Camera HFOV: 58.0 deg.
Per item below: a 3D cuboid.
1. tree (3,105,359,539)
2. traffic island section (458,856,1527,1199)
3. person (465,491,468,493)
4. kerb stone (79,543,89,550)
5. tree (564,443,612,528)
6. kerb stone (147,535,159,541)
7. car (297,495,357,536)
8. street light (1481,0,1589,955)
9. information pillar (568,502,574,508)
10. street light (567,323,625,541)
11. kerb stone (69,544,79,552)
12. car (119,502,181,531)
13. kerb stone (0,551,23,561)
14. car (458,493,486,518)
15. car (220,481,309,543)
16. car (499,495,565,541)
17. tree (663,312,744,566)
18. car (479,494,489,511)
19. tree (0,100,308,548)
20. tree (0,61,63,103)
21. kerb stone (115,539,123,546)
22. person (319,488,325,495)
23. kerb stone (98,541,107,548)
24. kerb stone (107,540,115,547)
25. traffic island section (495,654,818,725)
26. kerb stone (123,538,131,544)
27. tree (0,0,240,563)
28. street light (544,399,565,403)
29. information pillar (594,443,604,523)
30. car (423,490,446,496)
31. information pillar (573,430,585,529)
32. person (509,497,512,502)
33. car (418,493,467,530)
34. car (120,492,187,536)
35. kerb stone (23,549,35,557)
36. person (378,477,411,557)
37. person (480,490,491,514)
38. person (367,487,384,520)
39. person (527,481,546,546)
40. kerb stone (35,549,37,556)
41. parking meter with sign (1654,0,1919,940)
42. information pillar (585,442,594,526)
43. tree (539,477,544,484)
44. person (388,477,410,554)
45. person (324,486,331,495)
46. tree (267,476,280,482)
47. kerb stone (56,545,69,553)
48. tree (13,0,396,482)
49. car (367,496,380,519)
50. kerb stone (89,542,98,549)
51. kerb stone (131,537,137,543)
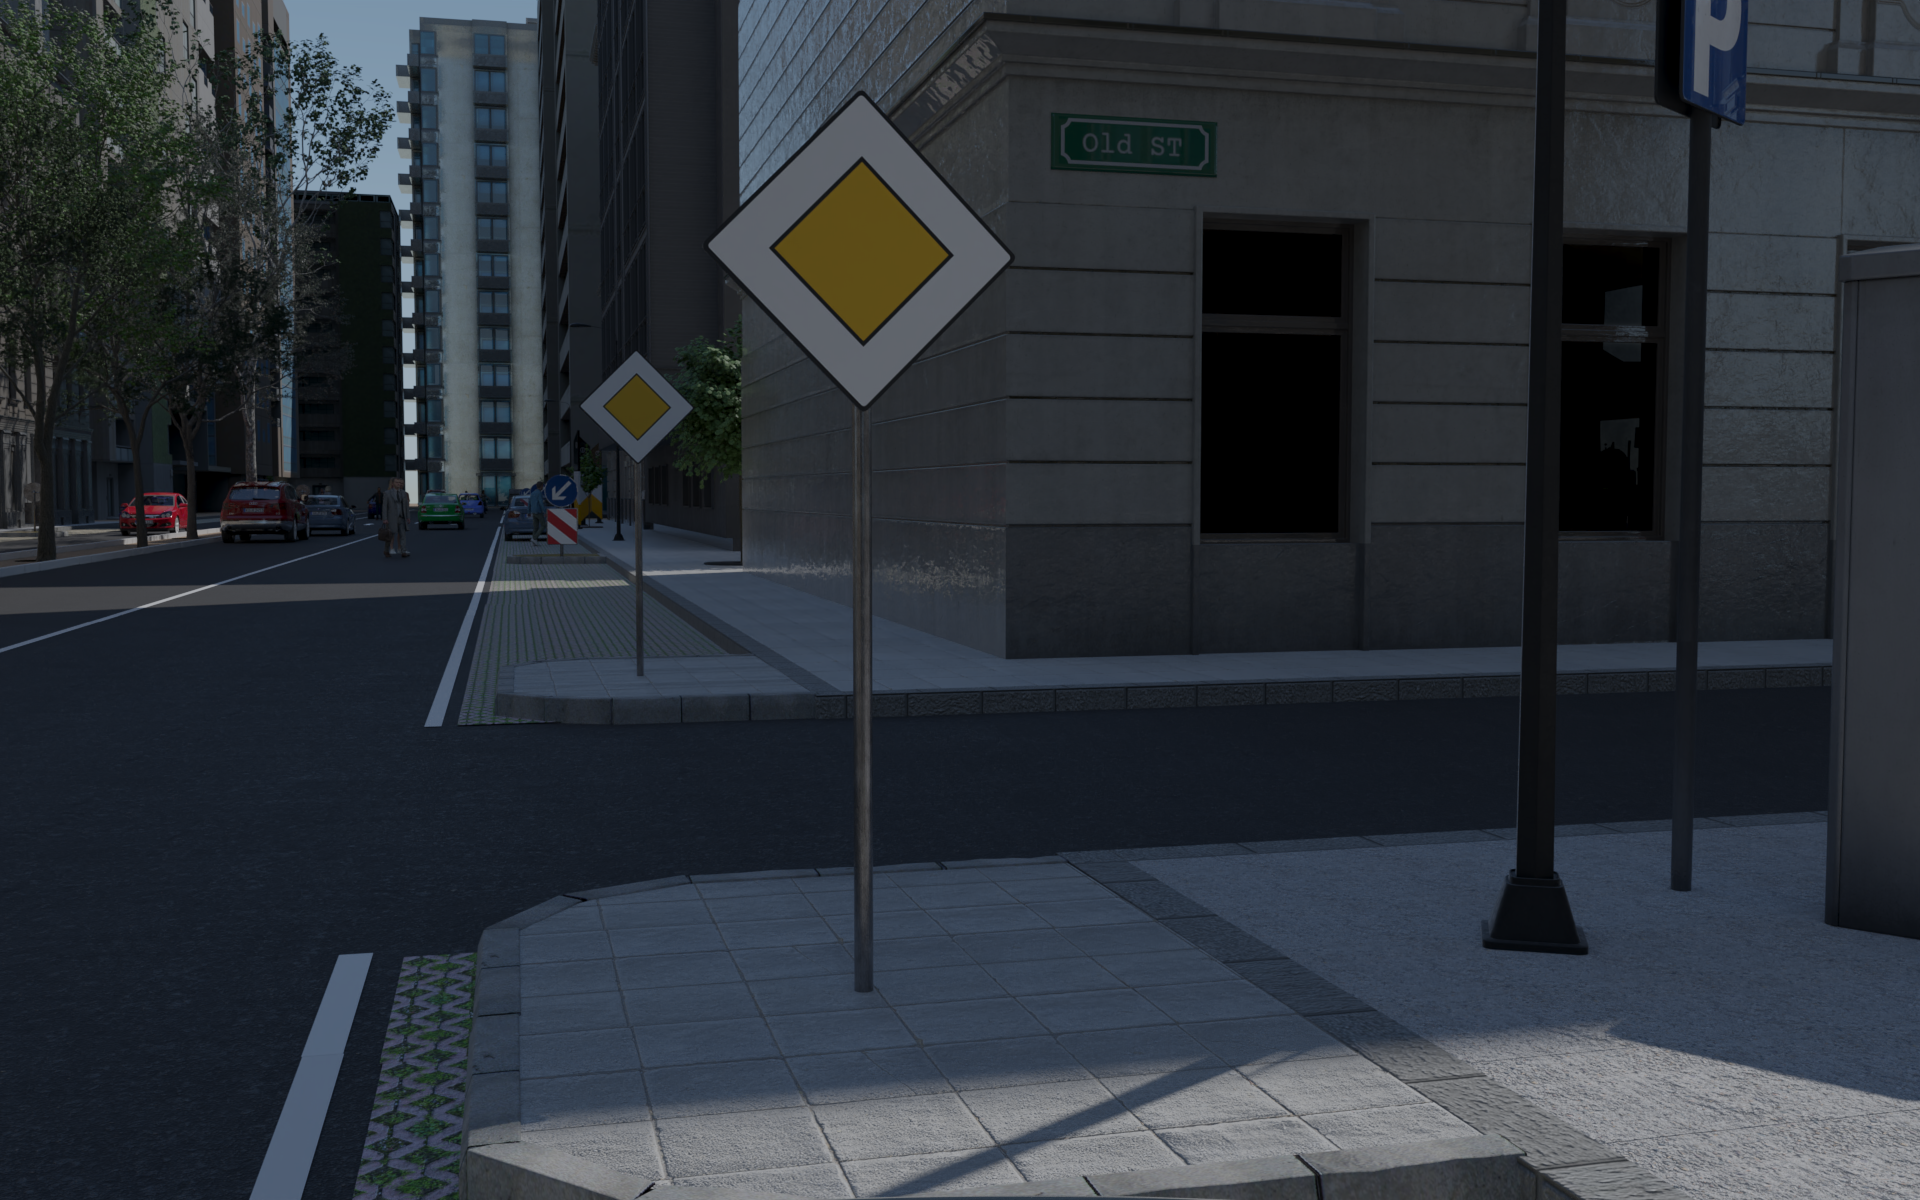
[{"bbox_3d":[-24.314,-8.663,54.462,12.009,13.543,11.850,0,3,0],"label":"tree"},{"bbox_3d":[-0.231,1.088,4.498,2.009,0.180,2.903,-1,4,-14],"label":"traffic island section"},{"bbox_3d":[-44.435,-8.947,155.576,0.721,1.735,1.217,1,4,12],"label":"person"},{"bbox_3d":[-22.431,-1.339,44.085,0.120,0.150,1.000,-1,4,-14],"label":"kerb stone"},{"bbox_3d":[-14.251,-4.358,65.860,1.663,3.219,1.824,0,3,0],"label":"tree"},{"bbox_3d":[-24.741,-1.883,53.001,0.120,0.150,1.000,-1,4,-14],"label":"kerb stone"},{"bbox_3d":[-22.115,-2.956,60.328,2.014,1.417,4.499,-1,4,-15],"label":"car"},{"bbox_3d":[1.122,-1.965,4.671,1.470,5.913,1.316,-1,4,-14],"label":"street light"},{"bbox_3d":[-15.890,-4.074,71.102,0.304,2.012,0.304,-2,4,-29],"label":"information pillar"},{"bbox_3d":[-9.900,-4.571,47.279,1.470,5.913,1.316,-1,4,-14],"label":"street light"},{"bbox_3d":[-22.173,-1.276,43.095,0.120,0.150,1.000,-1,4,-14],"label":"kerb stone"},{"bbox_3d":[-31.480,-3.351,67.363,1.945,1.354,3.894,-1,4,-14],"label":"car"},{"bbox_3d":[-20.890,-0.972,38.138,0.120,0.150,1.000,-1,4,-14],"label":"kerb stone"},{"bbox_3d":[-29.733,-5.832,104.948,1.945,1.707,3.694,-1,4,-15],"label":"car"},{"bbox_3d":[-21.027,-2.680,52.499,2.281,1.827,5.304,-1,4,-14],"label":"car"},{"bbox_3d":[-13.253,-2.553,53.747,2.014,1.417,4.499,-1,4,-14],"label":"car"},{"bbox_3d":[-4.004,-2.931,31.635,4.285,4.588,4.351,0,3,0],"label":"tree"},{"bbox_3d":[-40.522,-8.143,145.145,2.014,1.417,4.499,-1,4,-14],"label":"car"},{"bbox_3d":[-21.342,-6.620,45.107,8.767,10.594,7.601,-1,4,-14],"label":"tree"},{"bbox_3d":[-17.203,-5.542,27.489,8.767,10.594,7.601,-1,4,-14],"label":"tree"},{"bbox_3d":[-23.456,-1.581,48.052,0.120,0.150,1.000,-1,4,-14],"label":"kerb stone"},{"bbox_3d":[-33.753,-5.054,91.795,0.551,1.740,0.621,-2,4,-23],"label":"person"},{"bbox_3d":[-22.943,-1.453,46.073,0.120,0.150,1.000,-1,4,-14],"label":"kerb stone"},{"bbox_3d":[-23.201,-1.521,47.062,0.120,0.150,1.000,-1,4,-14],"label":"kerb stone"},{"bbox_3d":[-2.236,0.615,12.228,2.009,0.180,2.903,-1,4,-14],"label":"traffic island section"},{"bbox_3d":[-23.712,-1.642,49.042,0.120,0.150,1.000,-1,4,-14],"label":"kerb stone"},{"bbox_3d":[-19.131,-6.598,36.098,9.928,11.665,9.643,0,3,0],"label":"tree"},{"bbox_3d":[-19.713,-6.892,85.224,1.470,5.913,1.316,-1,4,-14],"label":"street light"},{"bbox_3d":[-15.883,-5.163,75.768,0.504,3.616,0.183,0,4,3],"label":"information pillar"},{"bbox_3d":[-44.982,-8.574,148.864,2.281,1.827,5.304,-1,4,-16],"label":"car"},{"bbox_3d":[-14.004,-4.405,63.373,0.183,3.616,0.504,-2,4,-31],"label":"information pillar"},{"bbox_3d":[-19.368,-3.814,75.145,0.394,1.301,0.425,-1,4,-17],"label":"person"},{"bbox_3d":[-21.242,-3.805,71.013,1.959,1.807,4.718,-1,4,-15],"label":"car"},{"bbox_3d":[-28.272,-3.179,61.014,2.155,1.783,4.494,-1,4,-14],"label":"car"},{"bbox_3d":[-21.147,-1.036,39.128,0.120,0.150,1.000,-1,4,-14],"label":"kerb stone"},{"bbox_3d":[-12.759,-1.870,39.178,0.694,1.812,0.767,-3,5,-44],"label":"person"},{"bbox_3d":[-34.390,-7.096,125.239,0.721,1.735,1.217,2,4,33],"label":"person"},{"bbox_3d":[-32.060,-5.328,95.640,1.348,1.821,0.705,-1,4,-23],"label":"person"},{"bbox_3d":[-11.542,-2.347,47.223,0.444,1.785,0.601,-3,5,-40],"label":"person"},{"bbox_3d":[-21.397,-1.096,40.120,0.120,0.150,1.000,-1,4,-14],"label":"kerb stone"},{"bbox_3d":[2.942,-0.532,4.963,1.738,3.016,0.543,3,5,43],"label":"parking meter with sign"},{"bbox_3d":[-15.191,-4.814,70.070,0.504,3.616,0.183,-3,5,-40],"label":"information pillar"},{"bbox_3d":[-38.455,-10.151,160.571,1.663,3.219,1.824,0,3,0],"label":"tree"},{"bbox_3d":[-13.486,-2.018,41.463,0.573,1.828,0.580,0,4,-1],"label":"person"},{"bbox_3d":[-28.383,-4.219,77.662,0.709,1.800,0.728,3,4,37],"label":"person"},{"bbox_3d":[-55.149,-8.806,138.580,1.663,3.219,1.824,0,3,0],"label":"tree"},{"bbox_3d":[-21.915,-1.217,42.098,0.120,0.150,1.000,-1,4,-14],"label":"kerb stone"},{"bbox_3d":[-28.383,-12.701,66.003,12.611,20.169,13.585,0,3,0],"label":"tree"},{"bbox_3d":[-33.634,-5.418,101.157,1.945,1.354,3.894,-1,4,-16],"label":"car"},{"bbox_3d":[-22.688,-1.391,45.075,0.120,0.150,1.000,-1,4,-14],"label":"kerb stone"},{"bbox_3d":[-23.974,-1.702,50.031,0.120,0.150,1.000,-1,4,-14],"label":"kerb stone"}]
